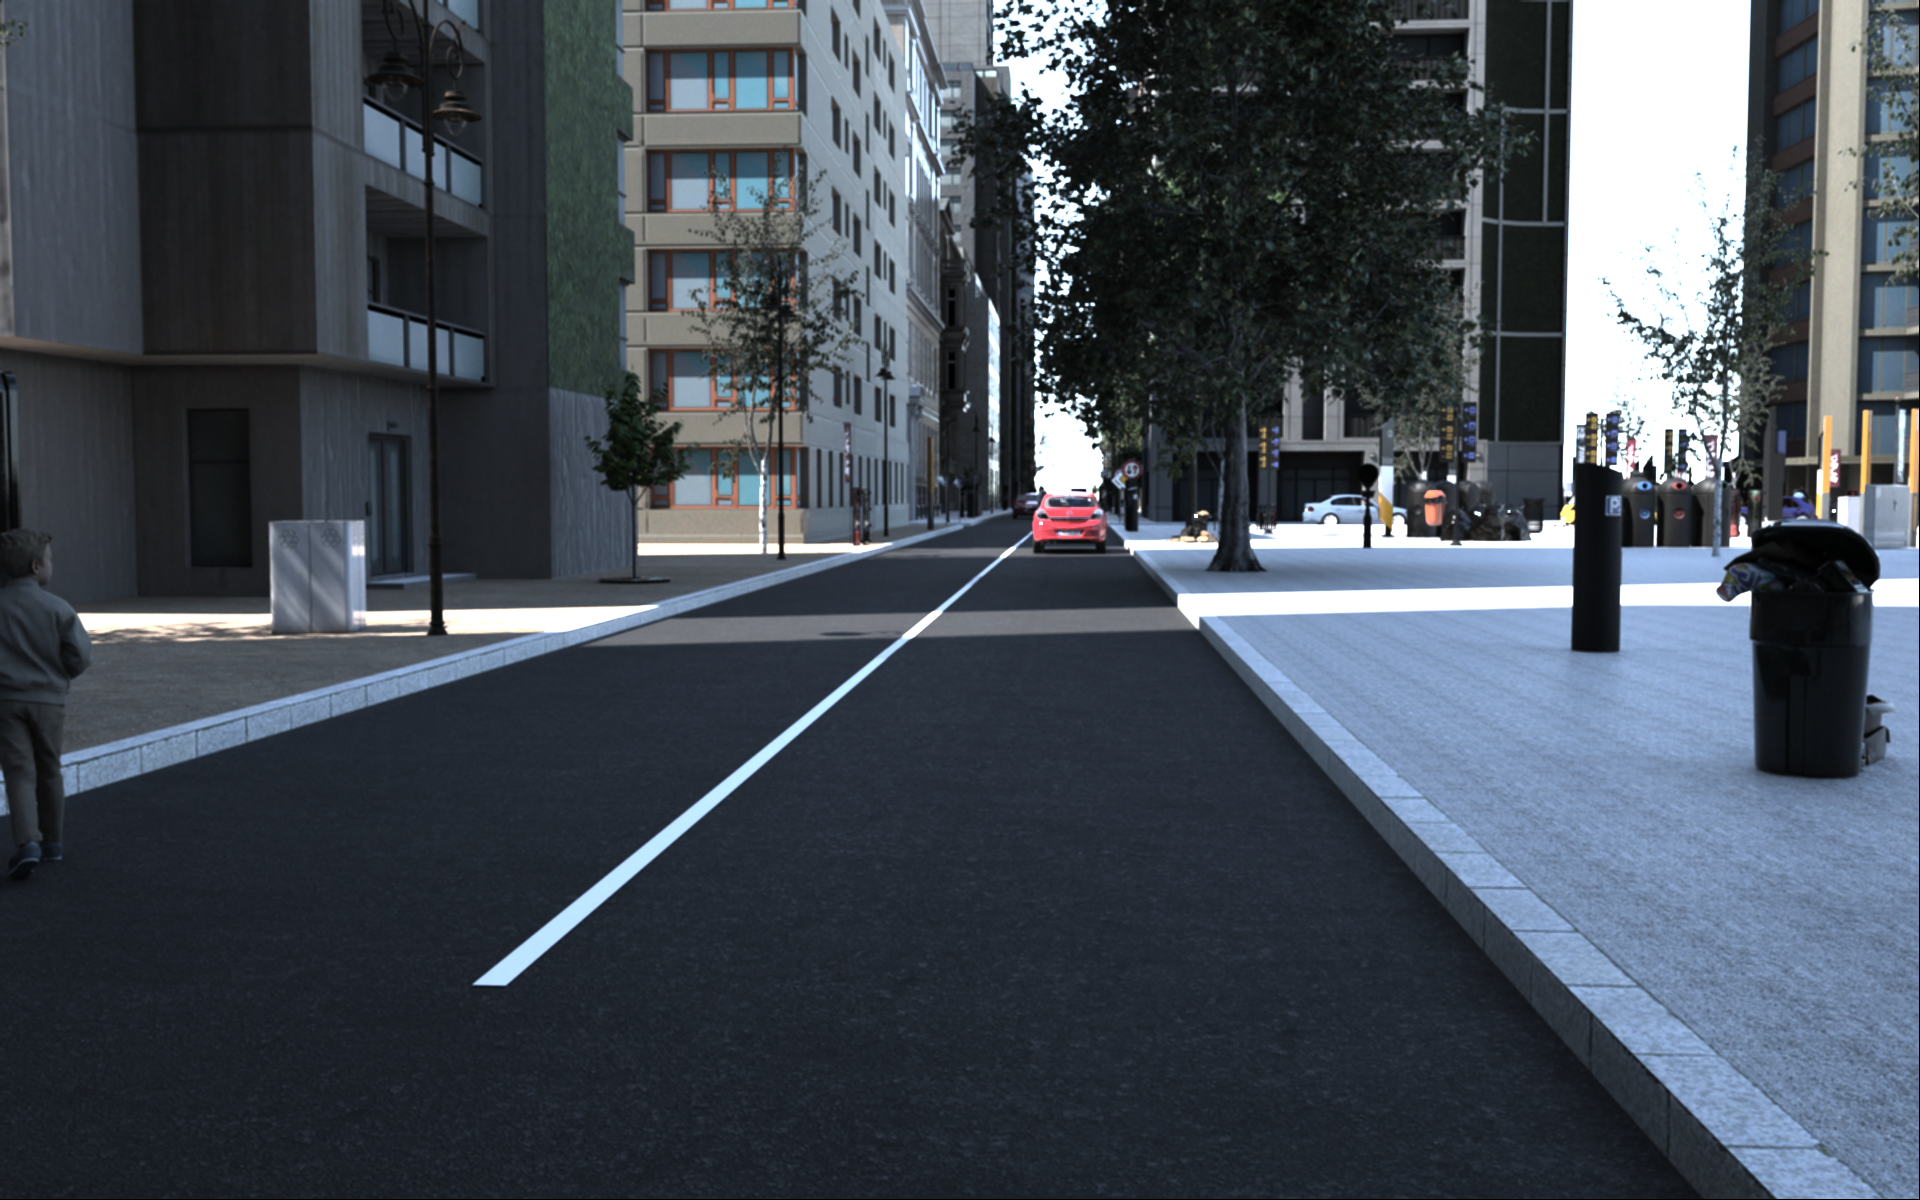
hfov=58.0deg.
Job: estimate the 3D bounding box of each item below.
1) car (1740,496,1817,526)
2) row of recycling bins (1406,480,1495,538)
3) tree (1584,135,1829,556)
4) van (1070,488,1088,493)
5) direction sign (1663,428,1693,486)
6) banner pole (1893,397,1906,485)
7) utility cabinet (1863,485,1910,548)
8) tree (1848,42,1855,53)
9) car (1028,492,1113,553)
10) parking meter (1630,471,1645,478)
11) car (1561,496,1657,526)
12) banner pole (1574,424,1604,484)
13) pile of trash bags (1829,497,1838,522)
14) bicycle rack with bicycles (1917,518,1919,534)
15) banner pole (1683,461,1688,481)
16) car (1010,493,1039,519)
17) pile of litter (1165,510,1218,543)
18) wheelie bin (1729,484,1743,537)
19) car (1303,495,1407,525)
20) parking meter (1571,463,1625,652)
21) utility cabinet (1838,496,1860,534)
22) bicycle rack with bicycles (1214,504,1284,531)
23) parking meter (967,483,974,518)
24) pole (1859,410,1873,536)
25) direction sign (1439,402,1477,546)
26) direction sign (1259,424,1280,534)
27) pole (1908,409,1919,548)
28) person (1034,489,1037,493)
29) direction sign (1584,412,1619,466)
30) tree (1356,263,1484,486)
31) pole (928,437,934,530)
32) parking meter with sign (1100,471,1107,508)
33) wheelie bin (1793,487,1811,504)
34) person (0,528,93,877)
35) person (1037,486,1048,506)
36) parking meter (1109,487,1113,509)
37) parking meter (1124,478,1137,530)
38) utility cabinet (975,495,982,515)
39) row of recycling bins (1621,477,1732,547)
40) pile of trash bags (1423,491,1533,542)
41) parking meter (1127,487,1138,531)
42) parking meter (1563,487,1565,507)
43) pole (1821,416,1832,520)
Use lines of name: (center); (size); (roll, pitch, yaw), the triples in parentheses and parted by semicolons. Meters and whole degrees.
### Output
car: (33.314, -3.629, 71.907); (3.894, 1.354, 1.945); (0, 4, 5)
row of recycling bins: (14.801, -2.743, 51.969); (3.534, 1.692, 1.069); (-2, 4, -35)
tree: (15.417, -5.213, 35.600); (4.360, 8.622, 3.978); (0, 3, 0)
van: (11.810, -10.300, 172.793); (2.240, 2.365, 5.245); (0, 4, 3)
direction sign: (24.669, -4.146, 59.779); (0.876, 3.537, 0.379); (-1, 4, -12)
banner pole: (24.329, -3.357, 44.899); (0.863, 3.779, 0.401); (-3, 5, -44)
utility cabinet: (21.713, -1.950, 40.564); (1.173, 1.500, 0.318); (-2, 4, -25)
tree: (11.828, -4.171, 18.559); (4.360, 8.622, 3.978); (0, 3, 0)
car: (2.753, -2.099, 43.353); (2.155, 1.783, 4.494); (0, 4, 4)
parking meter: (16.781, -2.278, 42.962); (0.255, 1.863, 0.399); (0, 4, 0)
car: (27.039, -3.766, 71.800); (3.980, 1.641, 2.015); (0, 4, 4)
banner pole: (19.668, -3.939, 54.414); (0.863, 3.779, 0.401); (-1, 4, -11)
pile of trash bags: (33.076, -3.260, 63.048); (1.912, 1.369, 3.447); (-1, 4, -23)
bicycle rack with bicycles: (30.115, -2.586, 55.669); (2.925, 0.926, 2.852); (1, 4, 15)
banner pole: (47.898, -7.608, 114.403); (0.401, 3.779, 0.863); (3, 5, 41)
car: (4.008, -5.672, 101.785); (2.155, 1.783, 4.494); (0, 4, 2)
pile of litter: (6.244, -1.925, 45.440); (1.719, 0.858, 1.176); (3, 5, 45)
wheelie bin: (23.095, -2.697, 52.011); (0.693, 1.594, 0.980); (1, 4, 16)
car: (16.629, -3.694, 72.391); (4.499, 1.417, 2.014); (0, 4, 3)
parking meter: (5.212, -0.352, 14.160); (0.372, 1.533, 0.369); (0, 3, 0)
utility cabinet: (24.301, -2.198, 47.097); (1.020, 1.237, 0.306); (-2, 4, -29)
bicycle rack with bicycles: (10.311, -2.950, 61.611); (2.852, 0.926, 2.925); (2, 4, 23)
parking meter: (0.577, -5.441, 94.674); (0.255, 1.863, 0.399); (2, 4, 25)
pole: (22.035, -2.953, 42.132); (0.158, 3.312, 0.155); (0, 3, 0)
direction sign: (12.271, -3.103, 42.729); (0.876, 3.537, 0.379); (0, 4, 5)
direction sign: (9.987, -3.915, 56.013); (0.379, 3.537, 0.876); (-3, 4, -37)
pole: (22.833, -2.911, 41.444); (0.158, 3.312, 0.155); (0, 3, 0)
person: (5.083, -6.681, 118.087); (0.721, 1.781, 0.623); (0, 4, -8)
direction sign: (17.842, -3.439, 48.227); (0.876, 3.537, 0.379); (1, 4, 13)
tree: (14.964, -6.457, 55.936); (4.360, 8.622, 3.978); (0, 3, 0)
pole: (-1.054, -4.179, 62.174); (0.158, 3.312, 0.155); (0, 3, 0)
parking meter with sign: (10.932, -8.277, 131.594); (0.543, 3.016, 1.738); (0, 4, 7)
wheelie bin: (37.059, -4.183, 76.303); (0.693, 1.594, 0.980); (1, 4, 20)
person: (-3.561, 0.378, 6.588); (0.475, 1.303, 0.640); (-2, 4, -31)
person: (4.169, -4.759, 86.415); (0.679, 1.850, 0.850); (0, 4, -4)
parking meter: (12.523, -8.479, 144.345); (0.399, 1.863, 0.255); (1, 4, 12)
parking meter: (6.031, -3.391, 61.154); (0.399, 1.863, 0.255); (-2, 4, -24)
utility cabinet: (1.017, -5.824, 106.390); (0.306, 1.237, 1.020); (-2, 4, -26)
row of recycling bins: (16.850, -2.132, 41.979); (3.534, 1.692, 1.069); (0, 4, -3)
pile of trash bags: (13.847, -2.279, 47.021); (3.447, 1.369, 1.912); (-2, 4, -35)
parking meter: (5.937, -3.129, 59.574); (0.372, 1.533, 0.369); (0, 3, 0)
parking meter: (50.444, -8.516, 144.946); (0.255, 1.863, 0.399); (2, 4, 29)
pole: (22.698, -3.152, 45.386); (0.158, 3.312, 0.155); (0, 3, 0)
